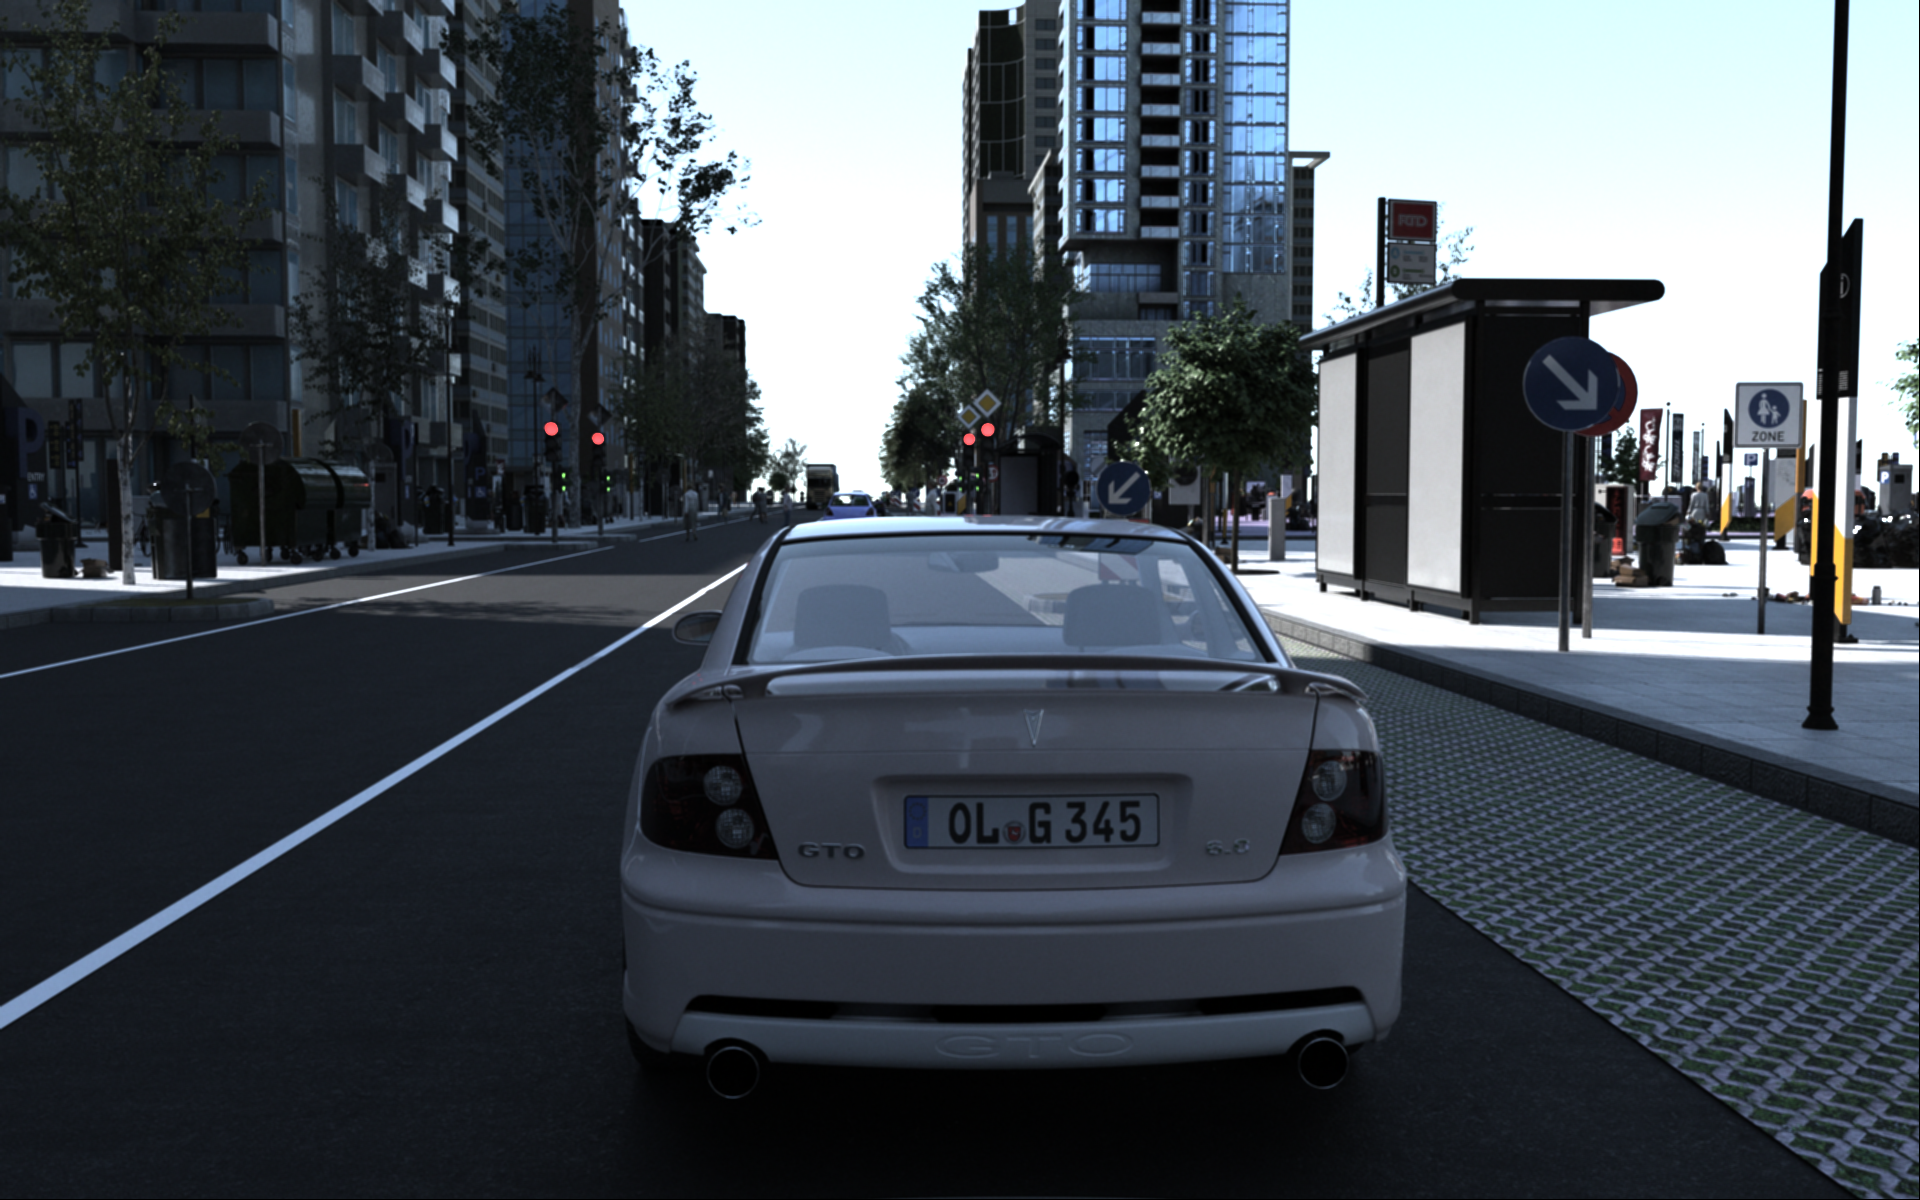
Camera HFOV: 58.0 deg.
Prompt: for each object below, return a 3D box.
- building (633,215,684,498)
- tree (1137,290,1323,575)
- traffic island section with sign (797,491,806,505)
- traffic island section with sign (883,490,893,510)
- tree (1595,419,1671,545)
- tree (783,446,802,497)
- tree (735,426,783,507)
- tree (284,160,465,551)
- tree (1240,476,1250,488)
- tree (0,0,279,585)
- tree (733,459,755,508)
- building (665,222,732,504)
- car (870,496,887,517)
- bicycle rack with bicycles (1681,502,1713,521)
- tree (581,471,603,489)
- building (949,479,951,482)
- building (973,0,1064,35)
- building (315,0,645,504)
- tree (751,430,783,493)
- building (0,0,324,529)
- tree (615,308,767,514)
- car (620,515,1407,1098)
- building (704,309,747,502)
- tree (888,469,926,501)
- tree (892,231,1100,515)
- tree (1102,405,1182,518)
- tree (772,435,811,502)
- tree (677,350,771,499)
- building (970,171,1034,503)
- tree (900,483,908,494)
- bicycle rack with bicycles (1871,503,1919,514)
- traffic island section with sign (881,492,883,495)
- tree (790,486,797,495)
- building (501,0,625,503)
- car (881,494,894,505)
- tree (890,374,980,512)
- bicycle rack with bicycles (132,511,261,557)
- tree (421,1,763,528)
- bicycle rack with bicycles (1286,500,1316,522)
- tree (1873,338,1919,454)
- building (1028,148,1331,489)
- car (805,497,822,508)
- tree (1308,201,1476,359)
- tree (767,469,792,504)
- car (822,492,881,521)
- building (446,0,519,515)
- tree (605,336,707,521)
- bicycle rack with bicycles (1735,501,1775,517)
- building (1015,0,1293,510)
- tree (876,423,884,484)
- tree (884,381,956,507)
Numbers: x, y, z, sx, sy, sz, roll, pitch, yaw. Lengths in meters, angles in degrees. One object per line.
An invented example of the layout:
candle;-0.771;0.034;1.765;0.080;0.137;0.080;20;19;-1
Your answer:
building;-36.543;-24.980;180.131;14.160;30.474;14.107;0;4;-3
tree;4.468;-2.706;27.956;4.285;4.588;4.351;0;3;0
traffic island section with sign;-21.351;-13.859;235.218;1.989;1.847;2.006;0;4;-3
traffic island section with sign;-5.652;-8.892;154.006;1.989;1.847;2.006;0;4;-3
tree;16.971;-3.036;44.246;1.663;3.219;1.824;0;3;0
tree;-25.213;-18.734;256.658;4.360;8.622;3.978;0;3;0
tree;-21.007;-13.750;175.167;4.360;8.622;3.978;0;3;0
tree;-13.245;-5.411;38.831;4.360;8.622;3.978;0;3;0
tree;20.027;-10.488;121.846;4.737;8.622;4.395;0;3;0
tree;-11.673;-4.510;24.103;4.737;8.622;4.395;0;3;0
tree;-20.100;-10.599;157.003;4.285;4.588;4.351;0;3;0
building;-48.006;-32.968;230.903;32.217;40.220;23.993;0;4;-3
car;-5.681;-6.065;111.749;1.945;1.354;3.894;0;4;-2
bicycle rack with bicycles;33.364;-4.081;80.100;2.925;0.926;2.852;0;4;0
tree;-25.875;-7.812;122.334;1.663;3.219;1.824;0;3;0
building;8.918;-51.343;277.717;20.563;71.187;20.611;0;4;-3
building;10.424;-50.055;256.649;20.563;71.187;20.611;0;4;-3
building;-40.935;-32.860;156.872;23.786;49.044;30.456;0;4;-3
tree;-21.788;-14.881;193.672;4.737;8.622;4.395;0;3;0
building;-35.164;-27.878;75.410;23.786;49.044;30.456;0;4;-3
tree;-17.430;-12.448;113.893;12.009;13.543;11.850;0;3;0
car;0.034;0.405;5.741;2.083;1.381;4.827;0;4;-3
building;-41.333;-30.763;274.678;14.160;30.474;14.107;0;4;-3
tree;-5.224;-12.916;194.894;4.285;4.588;4.351;0;3;0
tree;1.765;-8.815;69.888;9.928;11.665;9.643;0;3;0
tree;3.818;-2.421;34.191;1.663;3.219;1.824;0;3;0
tree;-25.984;-20.476;269.186;7.601;10.594;8.767;-2;4;-34
tree;-18.890;-13.372;136.764;7.486;12.596;7.792;0;3;0
building;8.651;-36.075;239.939;14.600;45.320;14.200;0;4;-3
tree;-7.144;-13.987;223.280;1.663;3.219;1.824;0;3;0
bicycle rack with bicycles;40.548;-3.739;74.522;2.925;0.926;2.852;2;4;30
traffic island section with sign;-7.165;-10.542;180.987;1.989;1.847;2.006;0;4;-3
tree;-26.591;-17.208;275.958;1.663;3.219;1.824;0;3;0
building;-34.284;-29.659;135.036;14.600;45.320;14.200;0;4;-3
car;-9.600;-13.390;227.718;1.959;1.807;4.718;0;4;-4
tree;-1.623;-11.636;124.654;8.767;10.594;7.601;3;5;43
bicycle rack with bicycles;-15.747;-1.372;35.807;2.852;0.926;2.925;-3;5;-41
tree;-13.911;-12.831;65.680;12.611;20.169;13.585;0;3;0
bicycle rack with bicycles;15.577;-3.962;78.160;2.925;0.926;2.852;-2;4;-31
tree;16.034;-2.639;26.855;4.285;4.588;4.351;0;3;0
building;20.663;-30.183;185.369;32.217;40.220;23.993;0;4;-3
car;-14.538;-10.114;174.401;2.155;1.783;4.494;0;4;-2
tree;11.247;-5.734;44.118;4.737;8.622;4.395;0;3;0
tree;-23.019;-14.396;219.095;4.285;4.588;4.351;0;3;0
car;-3.511;-2.831;55.876;1.945;1.707;3.694;0;4;-2
building;-42.697;-25.602;110.472;32.217;40.220;23.993;0;4;-3
tree;-14.795;-8.006;81.264;4.737;8.622;4.395;0;3;0
bicycle rack with bicycles;42.012;-4.799;91.848;2.925;0.926;2.852;1;4;12
building;17.466;-51.575;155.916;22.319;86.520;31.000;0;4;-3
tree;-4.912;-16.440;186.916;7.486;12.596;7.792;0;3;0
tree;-3.427;-15.640;173.833;7.486;12.596;7.792;0;3;0
